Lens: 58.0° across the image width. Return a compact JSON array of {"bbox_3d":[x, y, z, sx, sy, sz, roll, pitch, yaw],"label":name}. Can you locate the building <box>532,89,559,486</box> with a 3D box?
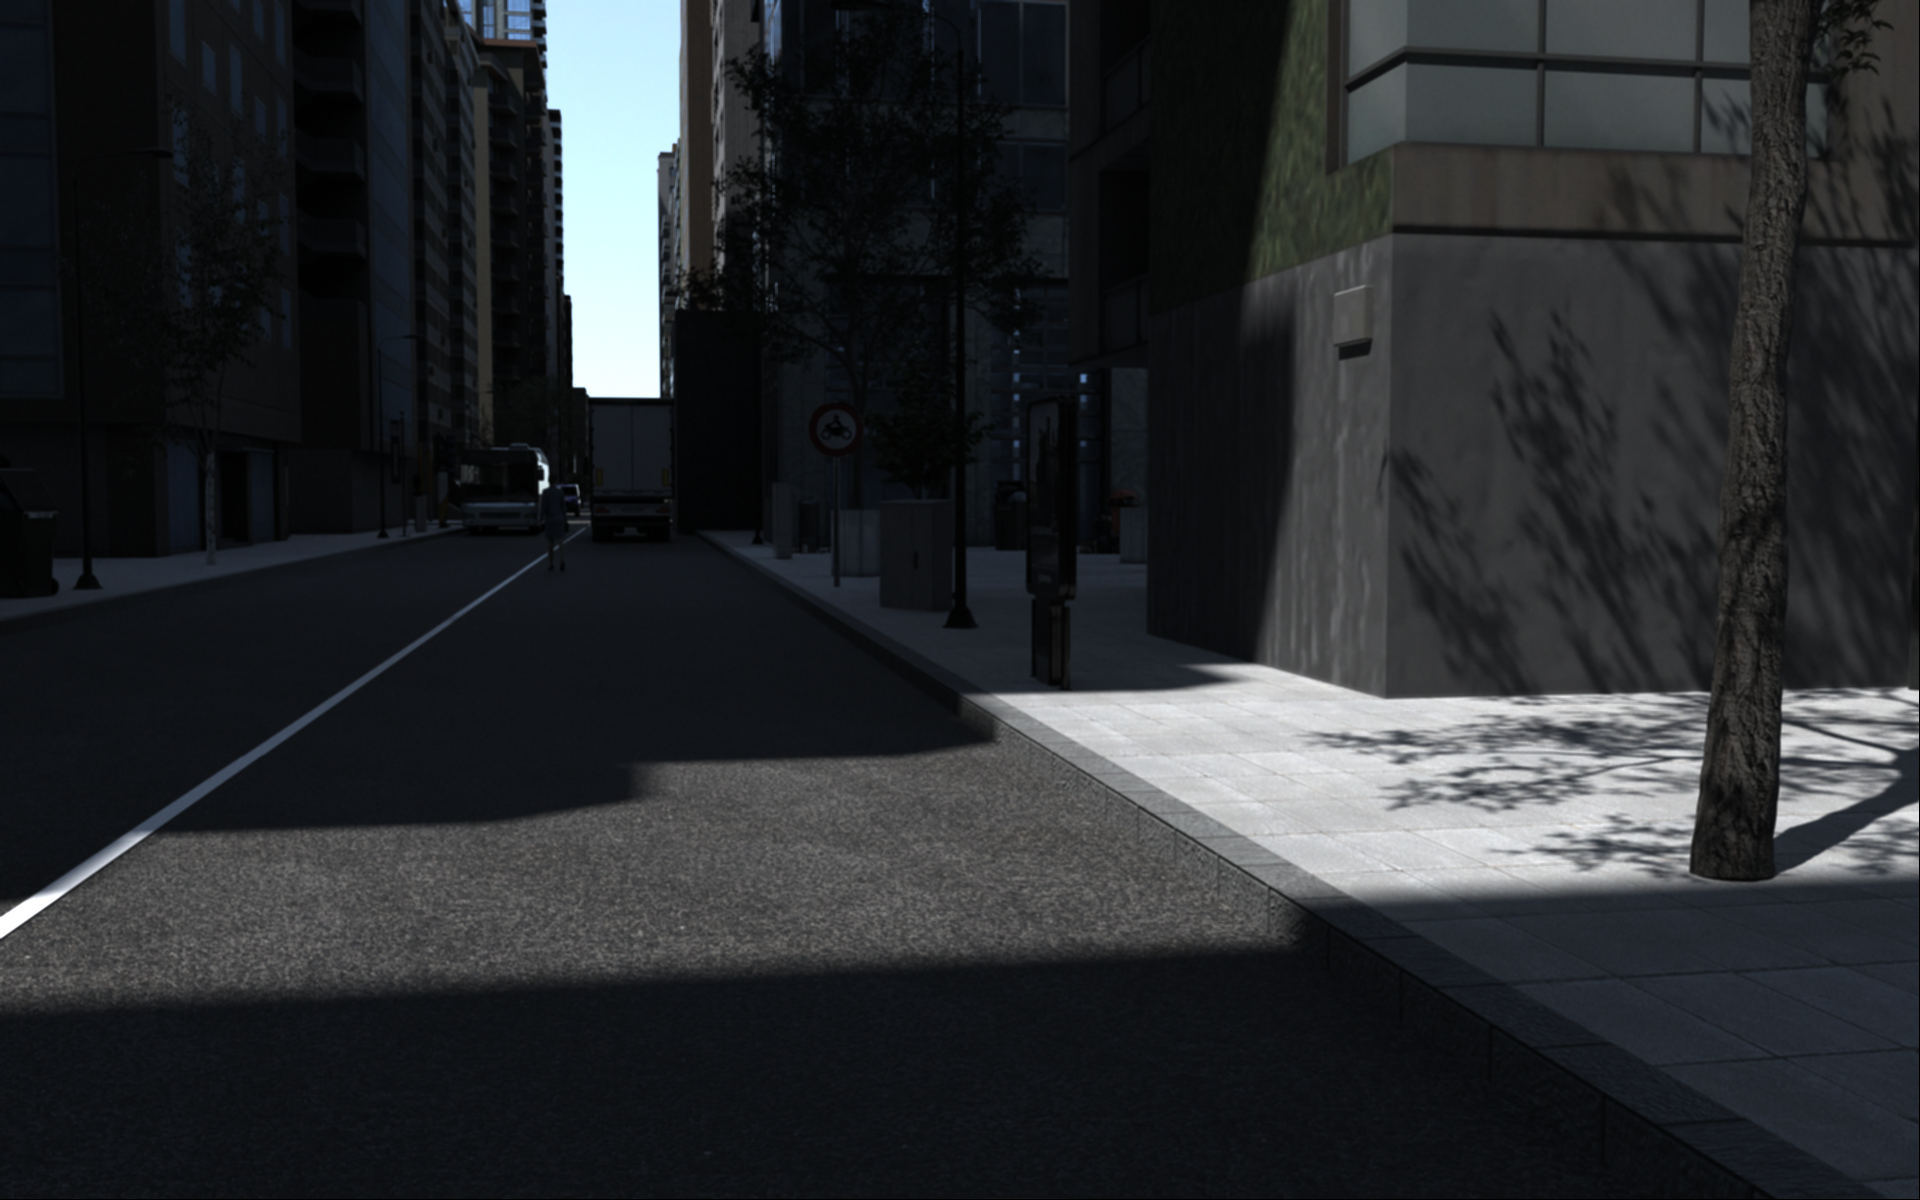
[{"bbox_3d":[-51.105,-32.729,185.229,14.600,45.320,14.200,-1,4,-11],"label":"building"}]

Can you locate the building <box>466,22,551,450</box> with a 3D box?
[{"bbox_3d":[-50.466,-31.124,163.498,22.147,44.769,28.867,-1,4,-11],"label":"building"}]

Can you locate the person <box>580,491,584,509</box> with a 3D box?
[{"bbox_3d":[-37.209,-9.833,169.792,0.750,1.759,0.617,2,4,25],"label":"person"}]

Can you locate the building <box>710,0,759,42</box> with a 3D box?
[{"bbox_3d":[-5.297,-24.746,88.190,14.086,41.232,14.154,-1,4,-11],"label":"building"}]

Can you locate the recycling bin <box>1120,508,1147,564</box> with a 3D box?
[{"bbox_3d":[3.458,-1.202,32.211,0.722,1.027,0.722,-2,4,-34],"label":"recycling bin"}]

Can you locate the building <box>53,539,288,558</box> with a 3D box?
[{"bbox_3d":[-23.845,-23.777,38.864,14.600,45.320,14.200,-1,4,-11],"label":"building"}]

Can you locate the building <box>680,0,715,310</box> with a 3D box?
[{"bbox_3d":[-10.363,-28.074,109.117,14.600,45.320,14.200,-1,4,-11],"label":"building"}]

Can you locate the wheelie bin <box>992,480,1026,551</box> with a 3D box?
[{"bbox_3d":[1.165,-1.929,39.454,0.980,1.594,0.693,2,4,28],"label":"wheelie bin"}]

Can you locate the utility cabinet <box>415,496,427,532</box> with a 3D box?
[{"bbox_3d":[-18.165,-2.887,58.364,0.306,1.237,1.020,-1,4,-13],"label":"utility cabinet"}]

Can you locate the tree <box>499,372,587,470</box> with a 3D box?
[{"bbox_3d":[-35.618,-13.549,147.273,9.928,11.665,9.643,0,3,0],"label":"tree"}]

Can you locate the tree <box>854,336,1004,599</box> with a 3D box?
[{"bbox_3d":[-0.569,-1.640,21.417,1.663,3.219,1.824,0,3,0],"label":"tree"}]

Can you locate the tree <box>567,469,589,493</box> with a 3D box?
[{"bbox_3d":[-49.820,-14.817,225.968,4.285,4.588,4.351,0,3,0],"label":"tree"}]

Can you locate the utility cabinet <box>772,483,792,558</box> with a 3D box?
[{"bbox_3d":[-3.552,-1.590,34.681,0.318,1.500,1.173,-1,4,-10],"label":"utility cabinet"}]

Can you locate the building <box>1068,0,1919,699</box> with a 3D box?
[{"bbox_3d":[8.297,-20.427,17.579,14.154,41.232,14.086,-1,4,-11],"label":"building"}]

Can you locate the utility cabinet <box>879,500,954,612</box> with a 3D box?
[{"bbox_3d":[-0.500,-0.499,19.327,0.306,1.237,1.020,-3,4,-38],"label":"utility cabinet"}]

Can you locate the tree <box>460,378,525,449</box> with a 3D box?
[{"bbox_3d":[-29.210,-9.731,109.464,4.360,8.622,3.978,0,3,0],"label":"tree"}]

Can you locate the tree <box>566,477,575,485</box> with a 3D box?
[{"bbox_3d":[-44.795,-12.518,199.274,1.663,3.219,1.824,0,3,0],"label":"tree"}]

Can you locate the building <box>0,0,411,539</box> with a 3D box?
[{"bbox_3d":[-27.284,-25.051,59.691,14.200,45.320,14.600,-1,4,-11],"label":"building"}]

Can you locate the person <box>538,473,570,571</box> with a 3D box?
[{"bbox_3d":[-7.577,-1.456,32.327,0.581,1.822,0.654,-1,4,-21],"label":"person"}]

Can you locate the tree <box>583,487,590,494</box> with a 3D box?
[{"bbox_3d":[-57.226,-16.535,264.943,1.663,3.219,1.824,0,3,0],"label":"tree"}]

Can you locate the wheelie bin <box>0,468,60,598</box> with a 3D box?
[{"bbox_3d":[-11.717,-0.833,21.522,0.693,1.594,0.980,1,4,12],"label":"wheelie bin"}]

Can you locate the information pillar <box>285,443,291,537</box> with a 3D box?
[{"bbox_3d":[-20.187,-3.680,51.522,0.183,3.616,0.504,1,4,17],"label":"information pillar"}]

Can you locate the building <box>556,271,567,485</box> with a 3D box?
[{"bbox_3d":[-56.646,-27.065,214.209,14.160,30.474,14.107,-1,4,-11],"label":"building"}]

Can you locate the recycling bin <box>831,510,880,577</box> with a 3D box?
[{"bbox_3d":[-1.540,-0.896,27.201,0.722,1.027,0.722,3,5,44],"label":"recycling bin"}]

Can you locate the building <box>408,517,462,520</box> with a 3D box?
[{"bbox_3d":[-39.855,-24.308,89.313,32.217,40.220,23.993,-1,4,-11],"label":"building"}]

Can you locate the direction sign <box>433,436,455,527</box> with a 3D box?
[{"bbox_3d":[-20.010,-4.604,67.267,0.876,3.537,0.379,-3,4,-39],"label":"direction sign"}]

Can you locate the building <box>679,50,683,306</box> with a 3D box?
[{"bbox_3d":[-19.106,-29.290,162.486,14.154,41.232,14.086,-1,4,-11],"label":"building"}]

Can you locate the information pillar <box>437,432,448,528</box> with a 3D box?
[{"bbox_3d":[-19.469,-4.515,65.169,0.183,3.616,0.504,1,4,20],"label":"information pillar"}]

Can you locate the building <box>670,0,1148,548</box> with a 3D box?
[{"bbox_3d":[1.985,-45.421,55.303,22.319,86.520,31.000,-1,4,-11],"label":"building"}]

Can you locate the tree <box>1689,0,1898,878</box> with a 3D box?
[{"bbox_3d":[2.956,-4.351,5.543,7.601,10.594,8.767,0,4,-5],"label":"tree"}]

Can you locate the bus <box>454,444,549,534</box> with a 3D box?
[{"bbox_3d":[-16.786,-4.252,64.387,2.948,3.499,13.247,-1,4,-12],"label":"bus"}]

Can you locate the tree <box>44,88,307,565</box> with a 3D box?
[{"bbox_3d":[-13.776,-4.948,31.269,4.360,8.622,3.978,0,3,0],"label":"tree"}]

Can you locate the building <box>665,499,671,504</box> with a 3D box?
[{"bbox_3d":[-7.984,-27.466,140.946,32.217,40.220,23.993,-1,4,-11],"label":"building"}]
